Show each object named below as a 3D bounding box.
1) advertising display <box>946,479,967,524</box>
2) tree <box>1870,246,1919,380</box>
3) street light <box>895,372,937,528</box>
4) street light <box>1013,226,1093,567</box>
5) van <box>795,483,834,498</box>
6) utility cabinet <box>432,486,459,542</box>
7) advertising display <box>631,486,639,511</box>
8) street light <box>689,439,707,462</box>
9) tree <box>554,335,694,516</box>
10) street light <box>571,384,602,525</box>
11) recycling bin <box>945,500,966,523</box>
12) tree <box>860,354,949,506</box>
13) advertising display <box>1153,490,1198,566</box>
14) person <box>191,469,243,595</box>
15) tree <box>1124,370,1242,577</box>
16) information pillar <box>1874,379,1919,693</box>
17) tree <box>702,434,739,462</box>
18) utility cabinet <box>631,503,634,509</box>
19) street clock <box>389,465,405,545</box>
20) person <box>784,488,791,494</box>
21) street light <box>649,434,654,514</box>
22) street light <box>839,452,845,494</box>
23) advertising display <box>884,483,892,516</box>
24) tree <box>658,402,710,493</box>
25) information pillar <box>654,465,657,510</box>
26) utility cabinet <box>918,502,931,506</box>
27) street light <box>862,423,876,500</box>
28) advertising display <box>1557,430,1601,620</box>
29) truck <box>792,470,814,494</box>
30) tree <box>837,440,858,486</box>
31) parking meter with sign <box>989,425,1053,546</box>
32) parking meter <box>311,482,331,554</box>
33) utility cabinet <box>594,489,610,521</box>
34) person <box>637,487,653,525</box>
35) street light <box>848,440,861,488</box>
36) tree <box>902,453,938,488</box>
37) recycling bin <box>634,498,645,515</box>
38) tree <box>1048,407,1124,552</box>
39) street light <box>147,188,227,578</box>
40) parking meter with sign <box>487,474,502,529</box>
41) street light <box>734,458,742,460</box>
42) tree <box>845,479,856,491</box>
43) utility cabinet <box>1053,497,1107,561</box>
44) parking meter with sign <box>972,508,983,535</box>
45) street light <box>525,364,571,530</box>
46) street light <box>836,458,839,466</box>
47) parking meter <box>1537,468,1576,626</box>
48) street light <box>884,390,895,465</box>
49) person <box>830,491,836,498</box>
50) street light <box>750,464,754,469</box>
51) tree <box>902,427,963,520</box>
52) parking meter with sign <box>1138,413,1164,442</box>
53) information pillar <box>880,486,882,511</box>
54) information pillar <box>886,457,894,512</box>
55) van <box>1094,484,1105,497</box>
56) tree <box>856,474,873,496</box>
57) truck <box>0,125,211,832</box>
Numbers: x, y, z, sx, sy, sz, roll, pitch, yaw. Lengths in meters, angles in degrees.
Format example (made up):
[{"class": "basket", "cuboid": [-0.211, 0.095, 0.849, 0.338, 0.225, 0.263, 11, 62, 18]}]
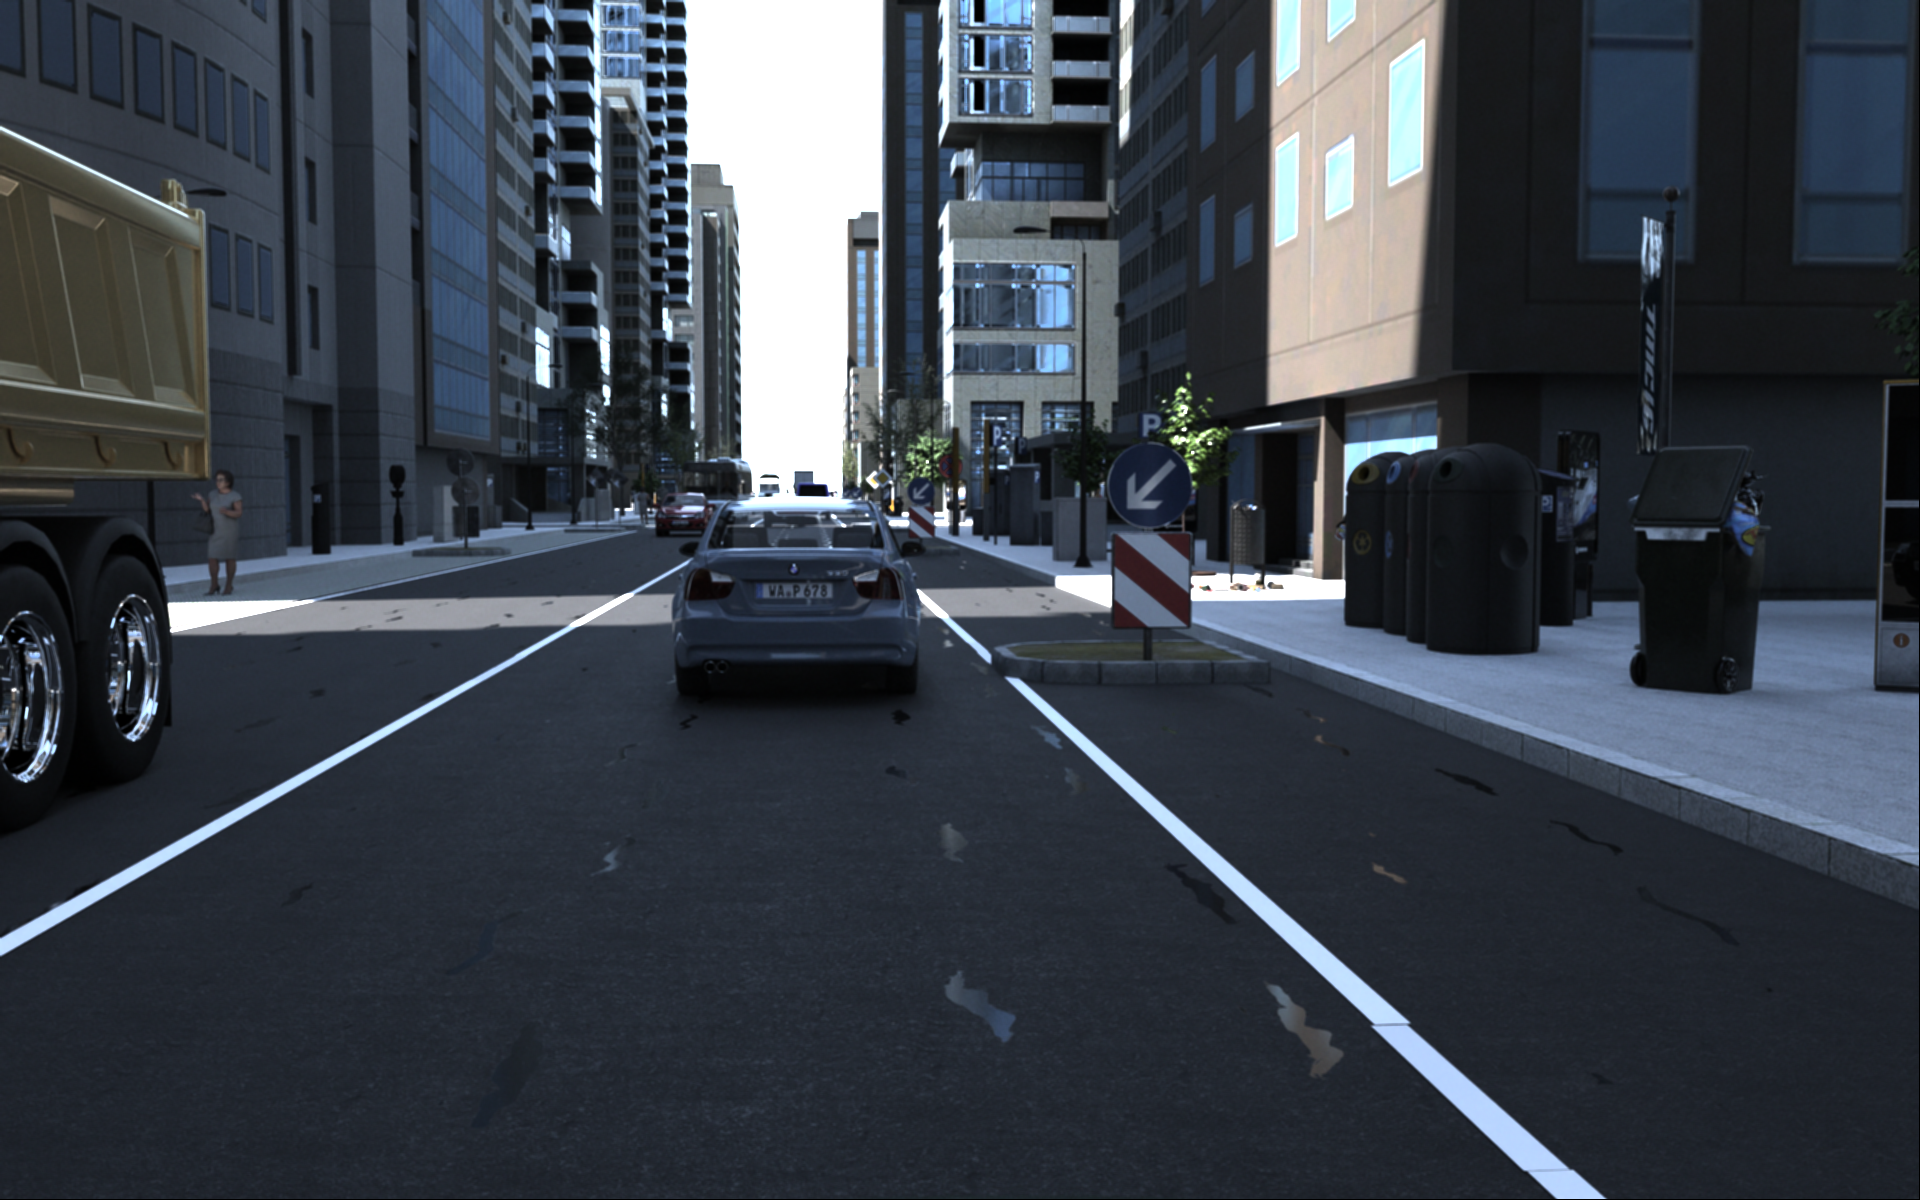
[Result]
[{"class": "advertising display", "cuboid": [-0.157, -4.302, 75.547, 0.974, 1.923, 0.123, 2, 4, 27]}, {"class": "tree", "cuboid": [10.802, -2.041, 17.084, 4.285, 4.588, 4.351, 0, 3, 0]}, {"class": "street light", "cuboid": [-1.606, -5.724, 66.123, 1.470, 5.913, 1.316, 0, 4, -5]}, {"class": "street light", "cuboid": [1.623, -3.527, 30.216, 1.470, 5.913, 1.316, 0, 4, -5]}, {"class": "van", "cuboid": [-8.216, -5.681, 97.275, 2.240, 2.365, 5.245, 0, 4, -4]}, {"class": "utility cabinet", "cuboid": [-13.764, -2.302, 46.319, 0.318, 1.500, 1.173, 0, 4, 3]}, {"class": "advertising display", "cuboid": [-24.461, -7.710, 131.279, 0.974, 1.923, 0.123, 1, 4, 18]}, {"class": "street light", "cuboid": [-22.494, -10.807, 149.241, 1.470, 5.913, 1.316, 0, 4, -5]}, {"class": "tree", "cuboid": [-19.682, -10.199, 101.174, 8.767, 10.594, 7.601, 0, 4, -2]}, {"class": "street light", "cuboid": [-15.770, -6.143, 72.979, 1.470, 5.913, 1.316, 0, 4, -5]}, {"class": "recycling bin", "cuboid": [-0.195, -3.938, 76.932, 0.722, 1.027, 0.722, 1, 4, 23]}, {"class": "tree", "cuboid": [-2.667, -8.566, 90.416, 4.360, 8.622, 3.978, 0, 3, 0]}, {"class": "advertising display", "cuboid": [3.790, -1.571, 30.894, 0.974, 1.923, 0.123, -1, 4, -22]}, {"class": "person", "cuboid": [-10.493, -0.949, 24.376, 0.716, 1.782, 0.532, 0, 4, 8]}, {"class": "tree", "cuboid": [3.544, -1.990, 27.138, 1.663, 3.219, 1.824, 0, 3, 0]}, {"class": "information pillar", "cuboid": [6.156, -0.415, 11.270, 0.304, 2.012, 0.304, 2, 4, 31]}, {"class": "tree", "cuboid": [-28.554, -15.761, 208.057, 4.360, 8.622, 3.978, 0, 3, 0]}, {"class": "utility cabinet", "cuboid": [-27.142, -8.228, 145.682, 1.020, 1.237, 0.306, 1, 4, 12]}, {"class": "street clock", "cuboid": [-14.085, -2.375, 43.396, 0.358, 2.002, 0.471, -3, 5, -40]}, {"class": "person", "cuboid": [-10.239, -5.774, 103.089, 0.511, 1.800, 0.466, 0, 4, -1]}, {"class": "street light", "cuboid": [-18.998, -8.374, 109.450, 1.470, 5.913, 1.316, 0, 4, -5]}, {"class": "street light", "cuboid": [-12.156, -13.245, 189.097, 1.470, 5.913, 1.316, 0, 4, -5]}, {"class": "advertising display", "cuboid": [-4.277, -5.907, 101.786, 0.123, 1.923, 0.974, -2, 4, -29]}, {"class": "tree", "cuboid": [-22.064, -11.362, 136.137, 4.737, 8.622, 4.395, 0, 3, 0]}, {"class": "information pillar", "cuboid": [-24.685, -9.103, 140.193, 0.183, 3.616, 0.504, -1, 4, -15]}, {"class": "utility cabinet", "cuboid": [-1.937, -5.242, 94.387, 0.318, 1.500, 1.173, -1, 4, -23]}, {"class": "street light", "cuboid": [-5.504, -8.609, 113.297, 1.470, 5.913, 1.316, 0, 4, -5]}, {"class": "advertising display", "cuboid": [6.337, -0.768, 17.770, 0.123, 1.923, 0.974, 3, 4, 38]}, {"class": "truck", "cuboid": [-18.782, -13.423, 208.372, 2.839, 4.237, 11.283, 0, 4, -5]}, {"class": "tree", "cuboid": [-14.622, -17.233, 232.129, 4.737, 8.622, 4.395, 0, 3, 0]}, {"class": "parking meter with sign", "cuboid": [1.632, -2.882, 43.377, 1.738, 3.016, 0.543, 2, 4, 28]}, {"class": "parking meter", "cuboid": [-13.645, -1.747, 36.969, 0.372, 1.533, 0.369, 0, 3, 0]}, {"class": "utility cabinet", "cuboid": [-16.805, -4.448, 81.411, 0.318, 1.500, 1.173, 1, 4, 10]}, {"class": "person", "cuboid": [-14.586, -4.370, 80.303, 0.716, 1.782, 0.532, 0, 4, -1]}, {"class": "street light", "cuboid": [-9.151, -11.070, 153.537, 1.470, 5.913, 1.316, 0, 4, -5]}, {"class": "tree", "cuboid": [-1.789, -5.294, 81.150, 1.663, 3.219, 1.824, 0, 3, 0]}, {"class": "recycling bin", "cuboid": [-20.024, -5.857, 108.319, 0.722, 1.027, 0.722, -1, 4, -15]}, {"class": "tree", "cuboid": [3.012, -2.683, 38.467, 1.663, 3.219, 1.824, 0, 3, 0]}, {"class": "street light", "cuboid": [-11.817, -3.292, 26.366, 1.470, 5.913, 1.316, 0, 4, -5]}, {"class": "parking meter with sign", "cuboid": [-17.847, -4.198, 64.891, 1.738, 3.016, 0.543, 3, 4, 36]}, {"class": "street light", "cuboid": [-29.756, -15.876, 232.116, 1.470, 5.913, 1.316, 0, 4, -5]}, {"class": "tree", "cuboid": [-12.348, -12.545, 199.719, 1.663, 3.219, 1.824, 0, 3, 0]}, {"class": "utility cabinet", "cuboid": [2.310, -1.360, 33.398, 1.020, 1.237, 0.306, -1, 4, -16]}, {"class": "parking meter with sign", "cuboid": [1.174, -3.494, 53.387, 1.738, 3.016, 0.543, 2, 4, 34]}, {"class": "street light", "cuboid": [-14.872, -5.467, 61.922, 1.470, 5.913, 1.316, 0, 4, -5]}, {"class": "street light", "cuboid": [-16.209, -16.119, 236.090, 1.470, 5.913, 1.316, 0, 4, -5]}, {"class": "parking meter", "cuboid": [5.809, -0.521, 16.925, 0.372, 1.533, 0.369, 0, 3, 0]}, {"class": "street light", "cuboid": [-2.523, -6.421, 77.517, 1.470, 5.913, 1.316, 0, 4, -5]}, {"class": "person", "cuboid": [-11.029, -8.739, 152.326, 0.756, 1.711, 0.436, 3, 5, 40]}, {"class": "street light", "cuboid": [-32.749, -18.062, 267.853, 1.470, 5.913, 1.316, 0, 4, -5]}, {"class": "tree", "cuboid": [-1.371, -6.203, 85.130, 4.285, 4.588, 4.351, 0, 3, 0]}, {"class": "parking meter with sign", "cuboid": [4.156, -2.451, 36.328, 0.543, 3.016, 1.738, 0, 4, -4]}, {"class": "information pillar", "cuboid": [-5.365, -7.117, 120.858, 0.304, 2.012, 0.304, 1, 4, 15]}, {"class": "information pillar", "cuboid": [-4.417, -7.231, 109.576, 0.504, 3.616, 0.183, 1, 4, 14]}, {"class": "van", "cuboid": [7.593, -3.976, 72.011, 4.112, 2.044, 2.013, 0, 4, -5]}, {"class": "tree", "cuboid": [-8.585, -10.325, 163.415, 1.663, 3.219, 1.824, 0, 3, 0]}, {"class": "truck", "cuboid": [-4.981, -0.548, 4.890, 3.469, 3.379, 9.791, 0, 4, -6]}]
